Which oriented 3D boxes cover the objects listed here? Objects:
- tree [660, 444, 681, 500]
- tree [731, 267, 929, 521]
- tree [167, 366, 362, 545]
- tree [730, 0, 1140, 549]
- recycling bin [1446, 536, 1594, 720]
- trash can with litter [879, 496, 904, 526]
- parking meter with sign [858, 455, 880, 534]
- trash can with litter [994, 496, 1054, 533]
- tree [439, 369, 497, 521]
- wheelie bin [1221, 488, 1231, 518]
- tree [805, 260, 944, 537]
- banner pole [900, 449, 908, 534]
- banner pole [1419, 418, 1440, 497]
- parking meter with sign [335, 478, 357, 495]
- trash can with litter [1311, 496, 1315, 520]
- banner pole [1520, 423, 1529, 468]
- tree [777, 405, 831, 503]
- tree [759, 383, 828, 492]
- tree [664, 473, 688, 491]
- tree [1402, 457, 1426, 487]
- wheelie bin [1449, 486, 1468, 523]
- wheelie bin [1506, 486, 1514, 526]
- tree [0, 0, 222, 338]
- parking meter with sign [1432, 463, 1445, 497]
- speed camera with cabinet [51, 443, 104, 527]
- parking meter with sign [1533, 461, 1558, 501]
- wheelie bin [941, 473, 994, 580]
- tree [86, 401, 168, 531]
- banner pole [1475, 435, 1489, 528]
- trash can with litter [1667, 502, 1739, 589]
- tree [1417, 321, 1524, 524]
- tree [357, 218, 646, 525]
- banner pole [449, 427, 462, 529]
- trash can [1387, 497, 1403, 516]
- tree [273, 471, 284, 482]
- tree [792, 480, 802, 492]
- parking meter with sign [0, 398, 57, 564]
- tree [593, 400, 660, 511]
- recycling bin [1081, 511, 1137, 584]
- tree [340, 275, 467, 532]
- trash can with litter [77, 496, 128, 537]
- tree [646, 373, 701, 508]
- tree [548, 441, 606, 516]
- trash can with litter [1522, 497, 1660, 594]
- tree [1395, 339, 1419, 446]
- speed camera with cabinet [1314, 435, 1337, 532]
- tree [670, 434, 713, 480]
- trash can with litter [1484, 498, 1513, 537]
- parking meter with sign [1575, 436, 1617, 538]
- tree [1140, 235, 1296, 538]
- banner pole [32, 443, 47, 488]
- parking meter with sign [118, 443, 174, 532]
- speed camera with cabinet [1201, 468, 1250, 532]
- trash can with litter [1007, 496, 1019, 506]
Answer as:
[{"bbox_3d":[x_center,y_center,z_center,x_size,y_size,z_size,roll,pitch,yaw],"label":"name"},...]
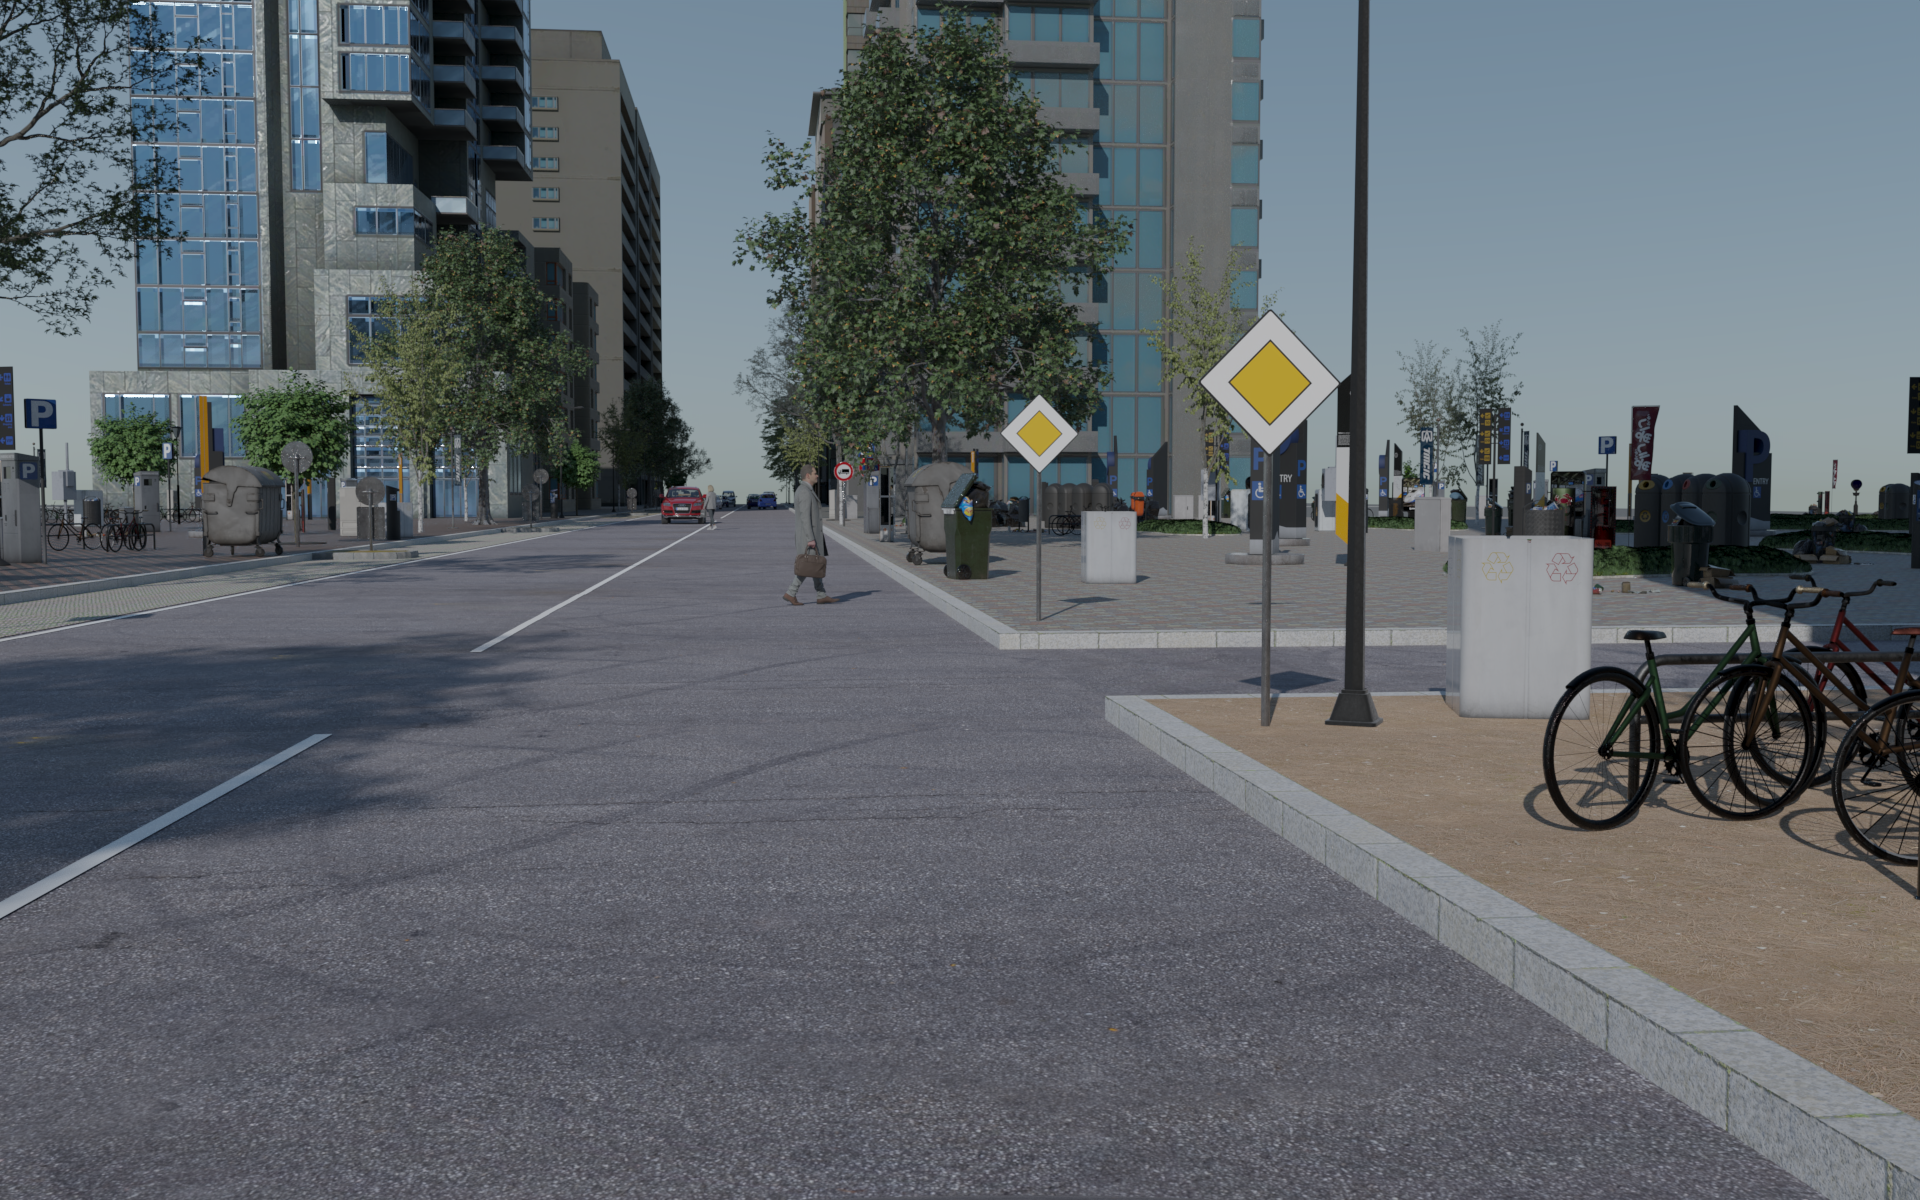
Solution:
[{"bbox_3d":[-31.603,-14.229,183.004,4.737,8.622,4.395,0,3,0],"label":"tree"},{"bbox_3d":[-5.742,-10.591,83.538,12.009,13.543,11.850,0,3,0],"label":"tree"},{"bbox_3d":[-17.033,-3.720,44.535,4.285,4.588,4.351,0,3,0],"label":"tree"},{"bbox_3d":[-0.503,-7.550,40.449,9.611,12.733,9.660,0,3,0],"label":"tree"},{"bbox_3d":[3.279,0.144,10.198,0.722,1.027,0.722,1,4,8],"label":"recycling bin"},{"bbox_3d":[-2.743,-3.517,68.565,2.233,1.210,1.678,-3,5,-42],"label":"trash can with litter"},{"bbox_3d":[-2.922,-3.694,56.657,0.543,3.016,1.738,-1,4,-13],"label":"parking meter with sign"},{"bbox_3d":[2.283,-2.859,57.801,1.678,1.210,2.233,-2,4,-35],"label":"trash can with litter"},{"bbox_3d":[-23.455,-8.040,81.816,4.360,8.622,3.978,0,3,0],"label":"tree"},{"bbox_3d":[14.282,-5.179,92.577,0.693,1.594,0.980,-1,4,-12],"label":"wheelie bin"},{"bbox_3d":[-1.887,-6.181,51.419,4.360,8.622,3.978,0,3,0],"label":"tree"},{"bbox_3d":[-1.702,-3.990,55.254,0.401,3.779,0.863,0,4,-3],"label":"banner pole"},{"bbox_3d":[15.507,-4.098,57.025,0.863,3.779,0.401,-1,4,-9],"label":"banner pole"},{"bbox_3d":[-29.081,-5.275,82.503,0.543,3.016,1.738,2,4,32],"label":"parking meter with sign"},{"bbox_3d":[17.803,-4.518,85.258,0.624,1.170,1.055,-3,4,-36],"label":"trash can with litter"},{"bbox_3d":[19.706,-4.313,60.527,0.401,3.779,0.863,0,4,-5],"label":"banner pole"},{"bbox_3d":[-10.670,-10.484,121.779,4.737,8.622,4.395,0,3,0],"label":"tree"},{"bbox_3d":[-16.762,-15.740,175.477,7.486,12.596,7.792,0,3,0],"label":"tree"},{"bbox_3d":[-35.289,-14.105,214.329,4.285,4.588,4.351,0,3,0],"label":"tree"},{"bbox_3d":[23.037,-5.778,89.065,1.663,3.219,1.824,0,3,0],"label":"tree"},{"bbox_3d":[19.279,-3.612,66.960,0.693,1.594,0.980,1,4,18],"label":"wheelie bin"},{"bbox_3d":[22.439,-3.776,69.653,0.693,1.594,0.980,-3,4,-38],"label":"wheelie bin"},{"bbox_3d":[-13.665,-5.353,21.939,8.767,10.594,7.601,-1,4,-15],"label":"tree"},{"bbox_3d":[26.184,-6.023,94.734,0.543,3.016,1.738,0,4,-6],"label":"parking meter with sign"},{"bbox_3d":[-34.288,-4.462,67.292,0.660,3.252,2.038,1,4,16],"label":"speed camera with cabinet"},{"bbox_3d":[30.246,-5.750,90.272,1.738,3.016,0.543,-1,4,-20],"label":"parking meter with sign"},{"bbox_3d":[0.120,-1.119,26.204,0.693,1.594,0.980,-1,4,-20],"label":"wheelie bin"},{"bbox_3d":[-29.225,-4.751,61.385,4.285,4.588,4.351,0,3,0],"label":"tree"},{"bbox_3d":[19.506,-4.561,64.586,0.863,3.779,0.401,-2,4,-31],"label":"banner pole"},{"bbox_3d":[10.295,-0.765,23.901,0.624,1.170,1.055,-1,4,-22],"label":"trash can with litter"},{"bbox_3d":[21.942,-7.529,73.464,4.360,8.622,3.978,0,3,0],"label":"tree"},{"bbox_3d":[-20.047,-9.504,72.405,9.611,12.733,9.660,0,3,0],"label":"tree"},{"bbox_3d":[-18.752,-4.550,64.410,0.863,3.779,0.401,3,5,42],"label":"banner pole"},{"bbox_3d":[18.636,-3.816,74.042,0.748,1.137,0.748,0,3,0],"label":"trash can"},{"bbox_3d":[-27.802,-4.578,69.449,1.663,3.219,1.824,0,3,0],"label":"tree"},{"bbox_3d":[-18.301,-12.356,196.618,1.663,3.219,1.824,0,3,0],"label":"tree"},{"bbox_3d":[-17.487,-2.203,32.274,1.738,3.016,0.543,3,4,37],"label":"parking meter with sign"},{"bbox_3d":[-25.985,-11.172,133.025,4.737,8.622,4.395,0,3,0],"label":"tree"},{"bbox_3d":[2.147,-0.764,25.038,0.722,1.027,0.722,0,4,-3],"label":"recycling bin"},{"bbox_3d":[-18.183,-6.552,57.482,4.737,8.622,4.395,0,3,0],"label":"tree"},{"bbox_3d":[-26.107,-2.564,52.987,1.678,1.210,2.233,3,4,37],"label":"trash can with litter"},{"bbox_3d":[-29.559,-15.145,164.627,9.611,12.733,9.660,0,3,0],"label":"tree"},{"bbox_3d":[-22.324,-7.185,101.183,4.285,4.588,4.351,0,3,0],"label":"tree"},{"bbox_3d":[7.995,-0.699,22.485,2.233,1.210,1.678,0,4,7],"label":"trash can with litter"},{"bbox_3d":[22.355,-8.036,81.748,4.360,8.622,3.978,0,3,0],"label":"tree"},{"bbox_3d":[12.549,-3.962,59.107,0.660,3.252,2.038,0,4,3],"label":"speed camera with cabinet"},{"bbox_3d":[-39.129,-19.067,246.160,8.767,10.594,7.601,0,4,-3],"label":"tree"},{"bbox_3d":[16.417,-2.513,52.469,1.055,1.170,0.624,2,4,24],"label":"trash can with litter"},{"bbox_3d":[18.846,-3.384,51.583,1.738,3.016,0.543,-3,5,-42],"label":"parking meter with sign"},{"bbox_3d":[7.372,-6.099,50.077,4.737,8.622,4.395,0,3,0],"label":"tree"},{"bbox_3d":[-44.892,-5.775,84.444,0.401,3.779,0.863,2,4,25],"label":"banner pole"},{"bbox_3d":[-27.379,-3.792,58.261,0.543,3.016,1.738,2,4,35],"label":"parking meter with sign"},{"bbox_3d":[9.629,-4.119,61.685,2.038,3.252,0.660,1,4,13],"label":"speed camera with cabinet"},{"bbox_3d":[2.731,-4.347,82.465,0.624,1.170,1.055,2,4,33],"label":"trash can with litter"}]
